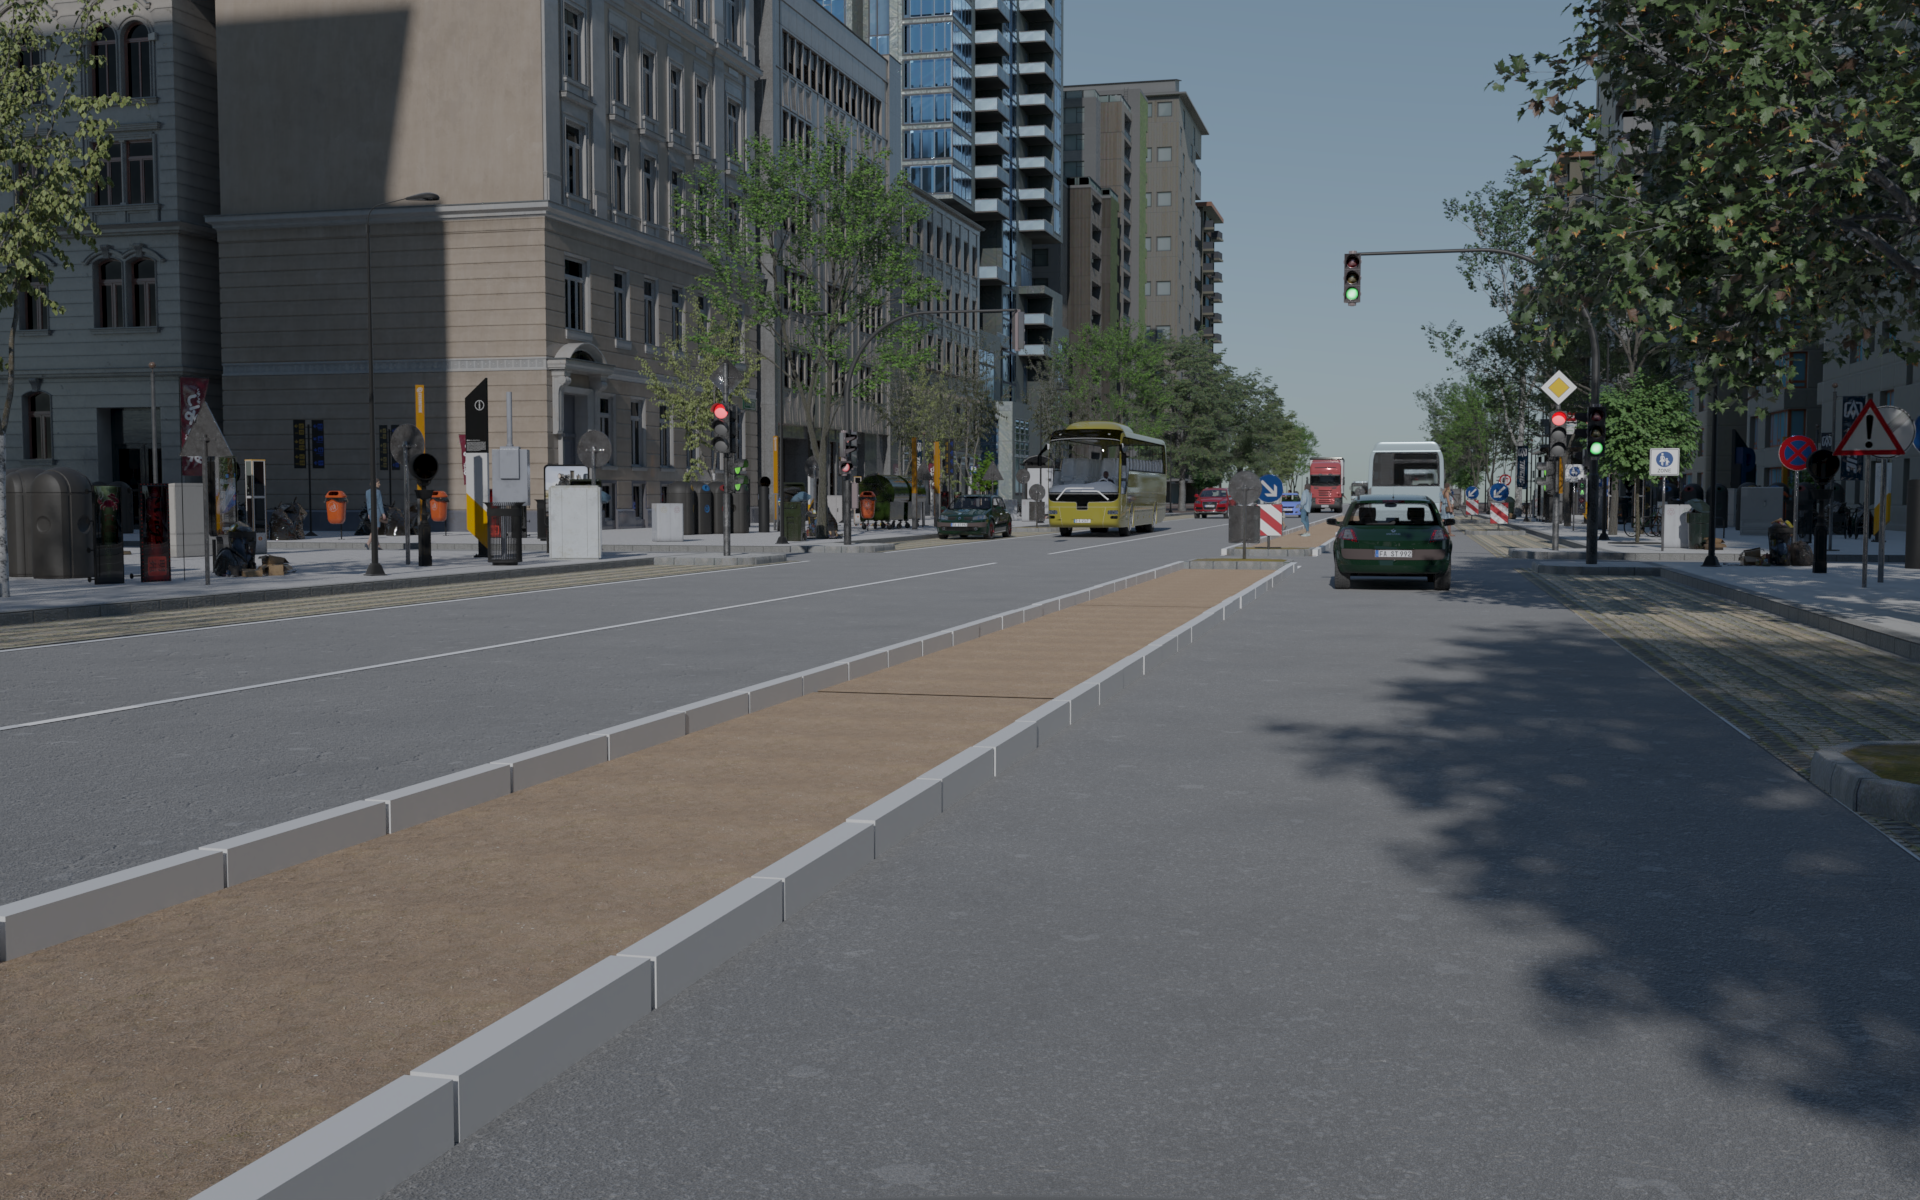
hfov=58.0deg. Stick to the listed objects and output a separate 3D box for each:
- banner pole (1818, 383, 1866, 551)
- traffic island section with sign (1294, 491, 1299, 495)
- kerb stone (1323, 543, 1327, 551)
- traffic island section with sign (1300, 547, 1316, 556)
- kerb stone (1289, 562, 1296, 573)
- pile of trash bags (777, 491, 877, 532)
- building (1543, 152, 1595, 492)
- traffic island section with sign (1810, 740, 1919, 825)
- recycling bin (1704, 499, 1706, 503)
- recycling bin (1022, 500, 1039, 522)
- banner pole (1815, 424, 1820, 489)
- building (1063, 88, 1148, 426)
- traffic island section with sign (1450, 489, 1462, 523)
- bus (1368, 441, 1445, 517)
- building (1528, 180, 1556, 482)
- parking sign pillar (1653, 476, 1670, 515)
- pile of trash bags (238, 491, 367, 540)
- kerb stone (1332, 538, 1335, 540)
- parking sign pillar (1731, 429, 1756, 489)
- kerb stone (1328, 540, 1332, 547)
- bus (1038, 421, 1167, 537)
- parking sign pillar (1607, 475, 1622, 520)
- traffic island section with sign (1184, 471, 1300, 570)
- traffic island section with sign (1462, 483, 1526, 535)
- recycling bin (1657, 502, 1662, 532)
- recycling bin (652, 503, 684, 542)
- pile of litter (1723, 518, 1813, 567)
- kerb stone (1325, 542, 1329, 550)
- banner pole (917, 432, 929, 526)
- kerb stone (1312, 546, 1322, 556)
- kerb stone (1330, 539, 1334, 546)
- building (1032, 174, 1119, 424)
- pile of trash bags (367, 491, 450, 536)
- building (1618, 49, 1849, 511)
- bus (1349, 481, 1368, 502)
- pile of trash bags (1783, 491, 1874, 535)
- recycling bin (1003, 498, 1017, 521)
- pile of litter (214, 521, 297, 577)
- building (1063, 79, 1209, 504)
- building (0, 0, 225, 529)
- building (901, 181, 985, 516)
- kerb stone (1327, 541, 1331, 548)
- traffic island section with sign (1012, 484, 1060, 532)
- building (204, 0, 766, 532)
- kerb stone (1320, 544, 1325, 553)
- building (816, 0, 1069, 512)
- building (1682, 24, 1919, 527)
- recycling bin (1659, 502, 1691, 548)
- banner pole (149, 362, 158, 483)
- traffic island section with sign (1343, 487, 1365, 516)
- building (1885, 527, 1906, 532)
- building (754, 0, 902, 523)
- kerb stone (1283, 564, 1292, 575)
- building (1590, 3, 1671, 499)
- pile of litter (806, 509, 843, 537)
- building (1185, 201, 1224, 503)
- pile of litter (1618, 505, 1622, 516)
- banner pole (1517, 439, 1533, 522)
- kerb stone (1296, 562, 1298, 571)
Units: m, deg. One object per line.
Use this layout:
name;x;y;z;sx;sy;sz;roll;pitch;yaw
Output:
banner pole;19.862;-2.991;38.914;0.863;3.779;0.401;1;4;19
traffic island section with sign;42.616;-12.878;219.190;1.989;1.847;2.006;1;4;14
kerb stone;8.867;-1.239;42.566;0.120;0.150;1.000;1;4;14
traffic island section with sign;7.325;-1.995;40.753;2.006;1.907;1.989;1;4;14
kerb stone;5.893;-0.544;31.094;0.120;0.150;1.000;1;4;14
pile of trash bags;-4.568;-3.031;59.316;3.447;1.369;1.912;0;4;-1
building;84.942;-34.309;215.569;22.147;44.769;28.867;1;4;14
traffic island section with sign;5.091;0.044;7.914;1.989;1.847;2.006;1;4;14
recycling bin;38.516;-4.674;88.968;0.722;1.027;0.722;-1;4;-19
recycling bin;3.344;-4.148;80.376;0.722;1.027;0.722;3;4;39
banner pole;30.871;-4.405;62.037;0.401;3.779;0.863;-2;4;-28
building;10.491;-29.838;171.452;14.154;41.232;14.086;1;4;14
traffic island section with sign;25.598;-4.796;87.035;1.989;1.847;2.006;1;4;14
bus;17.323;-4.416;67.060;2.948;3.499;13.247;1;4;15
building;93.074;-38.184;243.919;23.786;49.044;30.456;1;4;14
parking sign pillar;43.111;-7.194;106.098;1.447;3.967;1.447;1;4;9
pile of trash bags;-18.857;-2.383;48.710;3.447;1.369;1.912;0;4;7
kerb stone;10.153;-1.549;47.523;0.120;0.150;1.000;1;4;14
parking sign pillar;32.676;-5.123;72.229;1.447;3.967;1.447;-3;4;-38
kerb stone;9.637;-1.425;45.539;0.120;0.150;1.000;1;4;14
bus;5.368;-4.299;61.827;2.896;3.916;12.252;1;4;14
parking sign pillar;32.797;-6.039;87.205;1.447;3.967;1.447;2;4;27
traffic island section with sign;5.457;-1.556;33.584;2.006;1.907;1.989;1;4;14
traffic island section with sign;18.819;-3.200;60.943;1.989;1.847;2.006;1;4;14
recycling bin;23.648;-2.747;57.465;0.722;1.027;0.722;-1;4;-22
recycling bin;-7.879;-2.086;46.663;0.722;1.027;0.722;-1;4;-22
pile of litter;14.581;-1.052;31.161;1.719;0.858;1.176;1;4;9
kerb stone;9.130;-1.301;43.554;0.120;0.150;1.000;1;4;14
banner pole;-1.586;-4.900;70.124;0.401;3.779;0.863;-3;4;-36
kerb stone;8.345;-1.120;40.564;0.120;0.150;1.000;1;4;14
kerb stone;9.900;-1.486;46.526;0.120;0.150;1.000;1;4;14
building;6.426;-23.645;158.297;14.160;30.474;14.107;1;4;14
pile of trash bags;-17.149;-2.691;53.752;3.447;1.369;1.912;2;4;30
building;67.273;-26.757;129.359;32.217;40.220;23.993;1;4;14
bus;55.252;-14.921;238.818;2.948;3.499;13.247;1;4;13
pile of trash bags;27.253;-2.772;55.080;3.447;1.369;1.912;-1;4;-14
recycling bin;2.308;-4.327;83.299;0.722;1.027;0.722;-1;4;-17
pile of litter;-11.135;-0.828;27.501;1.176;0.858;1.719;1;4;20
building;16.861;-39.041;227.561;28.713;52.752;27.495;1;4;14
building;-36.558;-17.234;69.158;23.554;28.519;14.401;1;4;14
building;-5.370;-15.691;105.692;9.793;20.994;18.267;1;4;14
kerb stone;9.384;-1.362;44.549;0.120;0.150;1.000;1;4;14
traffic island section with sign;2.875;-3.499;65.839;1.989;1.847;2.006;1;4;14
building;-17.300;-17.252;67.982;13.634;28.700;20.117;1;4;14
kerb stone;8.609;-1.184;41.557;0.120;0.150;1.000;1;4;14
building;-3.283;-50.347;135.840;22.319;86.520;31.000;1;4;14
building;53.069;-14.736;85.971;27.650;21.520;28.899;1;4;14
recycling bin;17.136;-1.757;41.277;0.722;1.027;0.722;1;4;23
banner pole;-15.406;-2.636;33.122;0.401;3.779;0.863;-2;4;-28
traffic island section with sign;26.166;-6.444;113.500;2.006;1.907;1.989;1;4;14
building;46.333;-12.844;55.045;28.899;21.520;27.650;1;4;14
building;-11.537;-16.480;87.477;12.078;24.808;19.932;1;4;14
kerb stone;5.638;-0.484;30.102;0.120;0.150;1.000;1;4;14
building;71.932;-34.561;154.315;28.713;52.752;27.495;1;4;14
pile of litter;-4.212;-2.338;52.195;1.176;0.858;1.719;-2;4;-29
building;26.662;-36.679;254.329;22.147;44.769;28.867;1;4;14
pile of litter;36.997;-4.990;95.548;1.176;0.858;1.719;-2;4;-29
banner pole;25.763;-5.434;78.864;0.863;3.779;0.401;1;4;14
kerb stone;6.160;-0.604;32.080;0.120;0.150;1.000;1;4;14
